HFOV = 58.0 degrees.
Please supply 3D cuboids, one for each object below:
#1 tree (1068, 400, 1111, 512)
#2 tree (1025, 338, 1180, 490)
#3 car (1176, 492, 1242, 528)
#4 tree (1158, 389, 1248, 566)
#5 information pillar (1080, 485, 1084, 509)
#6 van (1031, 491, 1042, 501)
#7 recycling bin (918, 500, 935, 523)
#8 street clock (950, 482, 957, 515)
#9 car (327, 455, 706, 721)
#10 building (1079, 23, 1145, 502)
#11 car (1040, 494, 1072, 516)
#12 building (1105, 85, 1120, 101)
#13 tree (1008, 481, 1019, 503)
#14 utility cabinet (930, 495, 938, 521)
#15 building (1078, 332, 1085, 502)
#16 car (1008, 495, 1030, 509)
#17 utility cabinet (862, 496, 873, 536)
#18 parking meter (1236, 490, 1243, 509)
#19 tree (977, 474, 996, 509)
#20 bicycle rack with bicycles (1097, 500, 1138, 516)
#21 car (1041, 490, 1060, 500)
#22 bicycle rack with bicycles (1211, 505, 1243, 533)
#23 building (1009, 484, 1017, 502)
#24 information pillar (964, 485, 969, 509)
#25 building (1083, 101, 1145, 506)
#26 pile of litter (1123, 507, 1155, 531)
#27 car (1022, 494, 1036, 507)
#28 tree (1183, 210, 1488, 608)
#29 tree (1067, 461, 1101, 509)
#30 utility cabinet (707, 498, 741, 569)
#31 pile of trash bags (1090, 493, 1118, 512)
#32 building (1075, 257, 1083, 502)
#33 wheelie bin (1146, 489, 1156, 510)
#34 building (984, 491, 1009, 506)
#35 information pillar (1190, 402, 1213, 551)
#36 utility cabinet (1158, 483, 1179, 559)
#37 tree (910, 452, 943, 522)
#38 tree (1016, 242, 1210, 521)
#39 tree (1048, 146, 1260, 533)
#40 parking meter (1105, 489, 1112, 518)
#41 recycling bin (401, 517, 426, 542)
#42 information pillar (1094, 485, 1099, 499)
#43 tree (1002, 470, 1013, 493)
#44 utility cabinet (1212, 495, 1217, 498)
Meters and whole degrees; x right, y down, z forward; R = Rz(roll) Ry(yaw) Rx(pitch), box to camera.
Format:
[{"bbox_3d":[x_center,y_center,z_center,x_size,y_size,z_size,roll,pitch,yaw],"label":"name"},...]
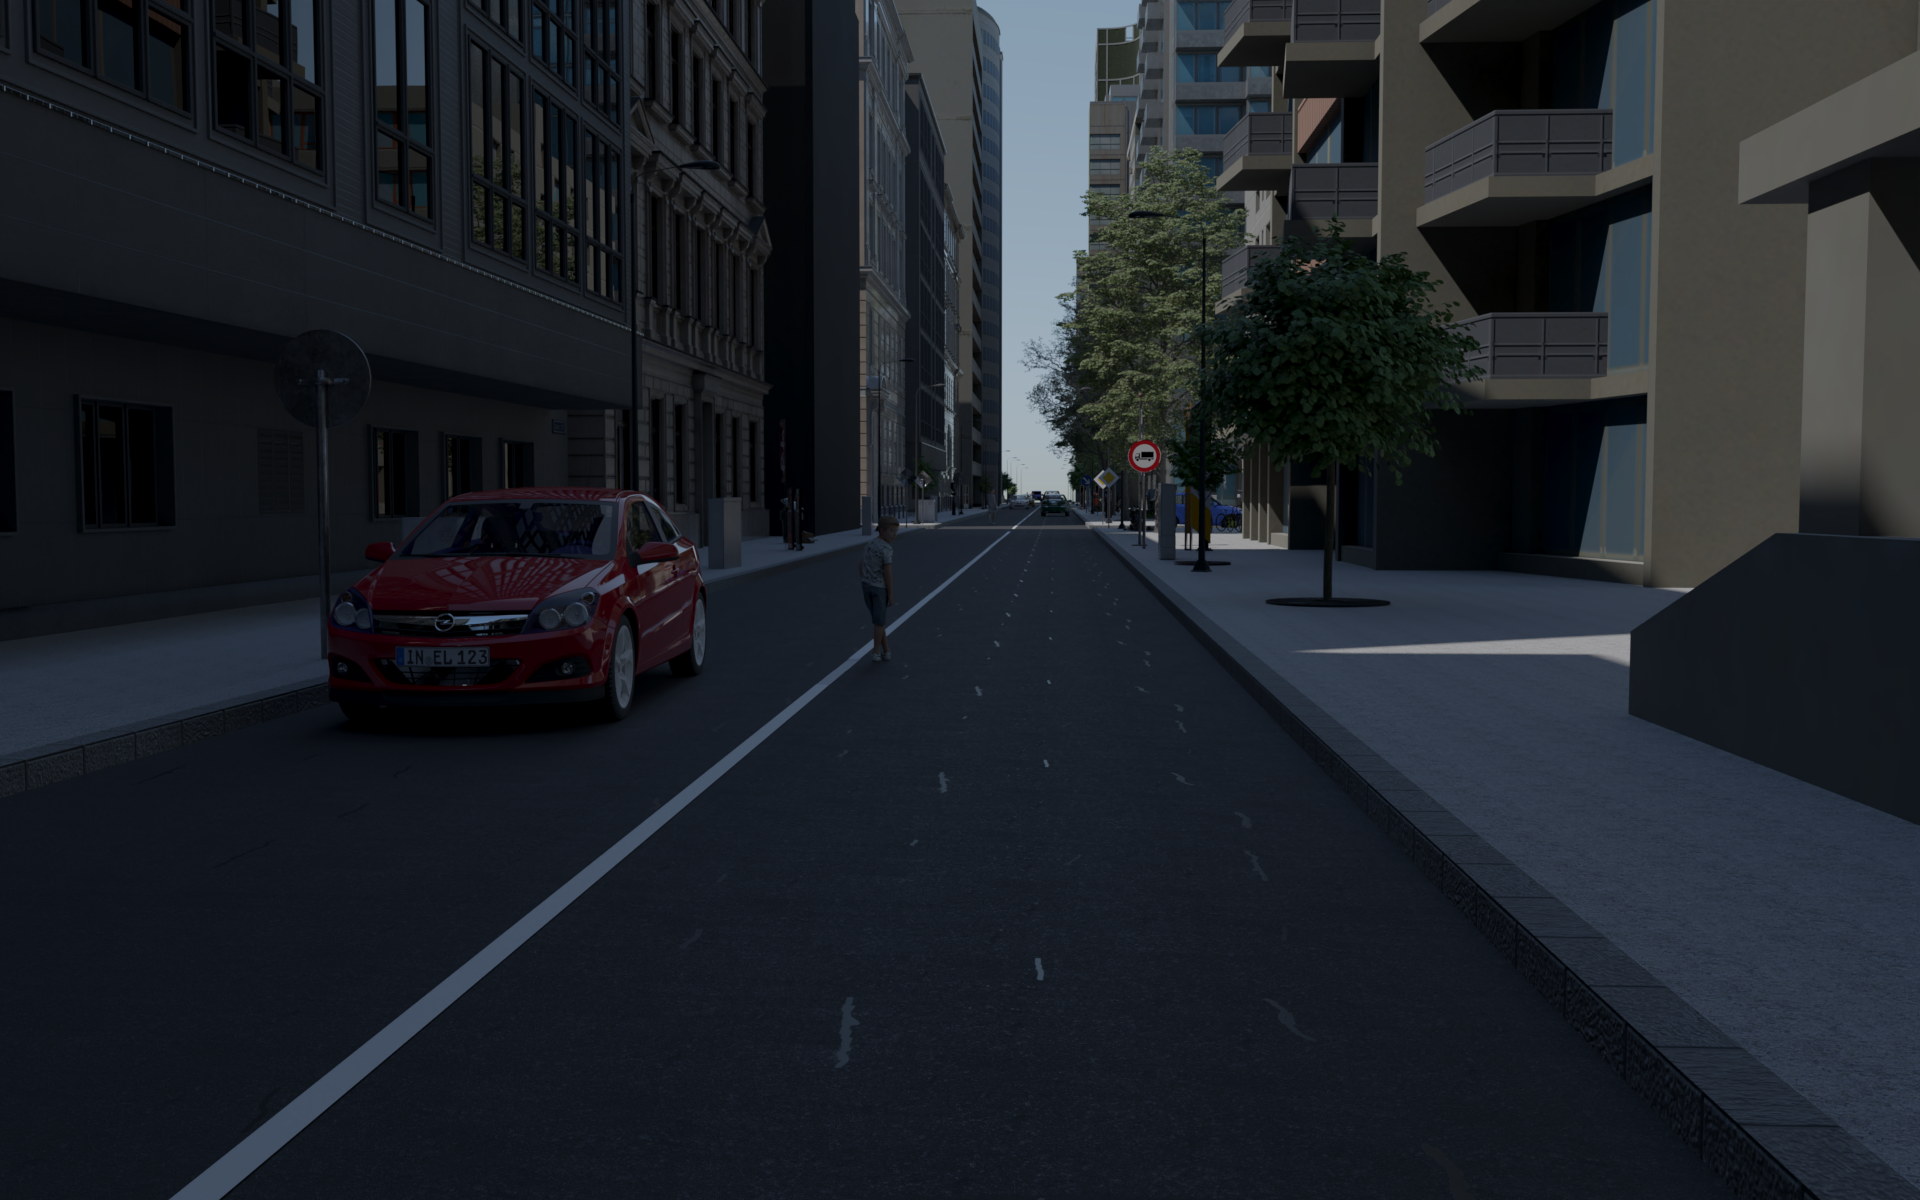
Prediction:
[{"bbox_3d":[9.141,-10.472,121.577,4.737,8.622,4.395,0,3,0],"label":"tree"},{"bbox_3d":[8.053,-9.824,95.029,8.767,10.594,7.601,-1,4,-13],"label":"tree"},{"bbox_3d":[9.608,-3.630,68.941,3.694,1.707,1.945,0,4,3],"label":"car"},{"bbox_3d":[4.339,-2.256,31.490,1.663,3.219,1.824,0,3,0],"label":"tree"},{"bbox_3d":[10.194,-8.606,145.195,0.304,2.012,0.304,0,4,-6],"label":"information pillar"},{"bbox_3d":[13.310,-18.175,301.548,2.240,2.365,5.245,0,4,2],"label":"van"},{"bbox_3d":[-1.479,-3.919,76.635,0.722,1.027,0.722,0,4,2],"label":"recycling bin"},{"bbox_3d":[-0.373,-6.114,104.527,0.358,2.002,0.471,2,4,31],"label":"street clock"},{"bbox_3d":[-2.973,-0.199,12.288,2.155,1.783,4.494,0,4,1],"label":"car"},{"bbox_3d":[28.729,-50.594,265.456,20.563,71.187,20.611,0,4,3],"label":"building"},{"bbox_3d":[6.241,-6.207,113.274,2.131,1.459,4.920,0,4,5],"label":"car"},{"bbox_3d":[26.858,-35.805,205.017,23.786,49.044,30.456,0,4,3],"label":"building"},{"bbox_3d":[7.839,-15.869,254.059,1.663,3.219,1.824,0,3,0],"label":"tree"},{"bbox_3d":[-1.242,-4.363,82.500,0.306,1.237,1.020,0,4,-5],"label":"utility cabinet"},{"bbox_3d":[26.378,-31.350,284.266,14.160,30.474,14.107,0,4,3],"label":"building"},{"bbox_3d":[5.703,-9.449,166.845,2.083,1.381,4.827,0,4,1],"label":"car"},{"bbox_3d":[-2.890,-2.624,54.071,0.306,1.237,1.020,0,3,0],"label":"utility cabinet"},{"bbox_3d":[15.506,-5.358,96.013,0.372,1.533,0.369,0,3,0],"label":"parking meter"},{"bbox_3d":[2.324,-9.663,152.593,1.663,3.219,1.824,0,3,0],"label":"tree"},{"bbox_3d":[9.266,-5.433,102.216,2.852,0.926,2.925,0,4,-7],"label":"bicycle rack with bicycles"},{"bbox_3d":[9.570,-10.471,179.873,2.281,1.827,5.304,0,4,5],"label":"car"},{"bbox_3d":[8.945,-2.725,57.930,2.852,0.926,2.925,-1,4,-9],"label":"bicycle rack with bicycles"},{"bbox_3d":[-6.644,-36.736,292.513,32.217,40.220,23.993,0,4,3],"label":"building"},{"bbox_3d":[0.519,-8.713,146.952,0.304,2.012,0.304,-3,4,-36],"label":"information pillar"},{"bbox_3d":[20.546,-30.565,183.338,14.154,41.232,14.086,0,4,3],"label":"building"},{"bbox_3d":[6.336,-2.852,60.590,1.176,0.858,1.719,0,4,-8],"label":"pile of litter"},{"bbox_3d":[7.333,-11.004,190.137,2.015,1.641,3.980,0,4,3],"label":"car"},{"bbox_3d":[4.327,-2.223,20.062,4.285,4.588,4.351,0,3,0],"label":"tree"},{"bbox_3d":[10.827,-10.171,150.003,4.285,4.588,4.351,0,3,0],"label":"tree"},{"bbox_3d":[-4.093,-1.159,30.105,0.306,1.237,1.020,1,4,10],"label":"utility cabinet"},{"bbox_3d":[10.221,-7.031,124.703,1.912,1.369,3.447,1,4,23],"label":"pile of trash bags"},{"bbox_3d":[26.942,-37.607,298.463,14.154,41.232,14.086,0,4,3],"label":"building"},{"bbox_3d":[12.297,-6.289,110.732,0.980,1.594,0.693,-1,4,-18],"label":"wheelie bin"},{"bbox_3d":[-9.937,-33.813,244.725,32.217,40.220,23.993,0,4,3],"label":"building"},{"bbox_3d":[5.434,-2.911,38.952,0.504,3.616,0.183,-1,4,-18],"label":"information pillar"},{"bbox_3d":[4.101,-1.563,34.227,0.318,1.500,1.173,0,4,4],"label":"utility cabinet"},{"bbox_3d":[-1.585,-5.150,78.800,1.663,3.219,1.824,0,3,0],"label":"tree"},{"bbox_3d":[7.858,-10.555,82.941,12.009,13.543,11.850,0,3,0],"label":"tree"},{"bbox_3d":[6.803,-8.468,56.586,7.486,12.596,7.792,0,3,0],"label":"tree"},{"bbox_3d":[7.908,-5.125,92.211,0.372,1.533,0.369,0,3,0],"label":"parking meter"},{"bbox_3d":[-5.525,-0.375,18.691,0.722,1.027,0.722,1,4,13],"label":"recycling bin"},{"bbox_3d":[10.798,-8.104,136.985,0.304,2.012,0.304,-1,4,-9],"label":"information pillar"},{"bbox_3d":[5.319,-14.742,224.752,4.285,4.588,4.351,0,3,0],"label":"tree"},{"bbox_3d":[14.900,-5.684,104.094,1.020,1.237,0.306,0,4,-4],"label":"utility cabinet"}]
